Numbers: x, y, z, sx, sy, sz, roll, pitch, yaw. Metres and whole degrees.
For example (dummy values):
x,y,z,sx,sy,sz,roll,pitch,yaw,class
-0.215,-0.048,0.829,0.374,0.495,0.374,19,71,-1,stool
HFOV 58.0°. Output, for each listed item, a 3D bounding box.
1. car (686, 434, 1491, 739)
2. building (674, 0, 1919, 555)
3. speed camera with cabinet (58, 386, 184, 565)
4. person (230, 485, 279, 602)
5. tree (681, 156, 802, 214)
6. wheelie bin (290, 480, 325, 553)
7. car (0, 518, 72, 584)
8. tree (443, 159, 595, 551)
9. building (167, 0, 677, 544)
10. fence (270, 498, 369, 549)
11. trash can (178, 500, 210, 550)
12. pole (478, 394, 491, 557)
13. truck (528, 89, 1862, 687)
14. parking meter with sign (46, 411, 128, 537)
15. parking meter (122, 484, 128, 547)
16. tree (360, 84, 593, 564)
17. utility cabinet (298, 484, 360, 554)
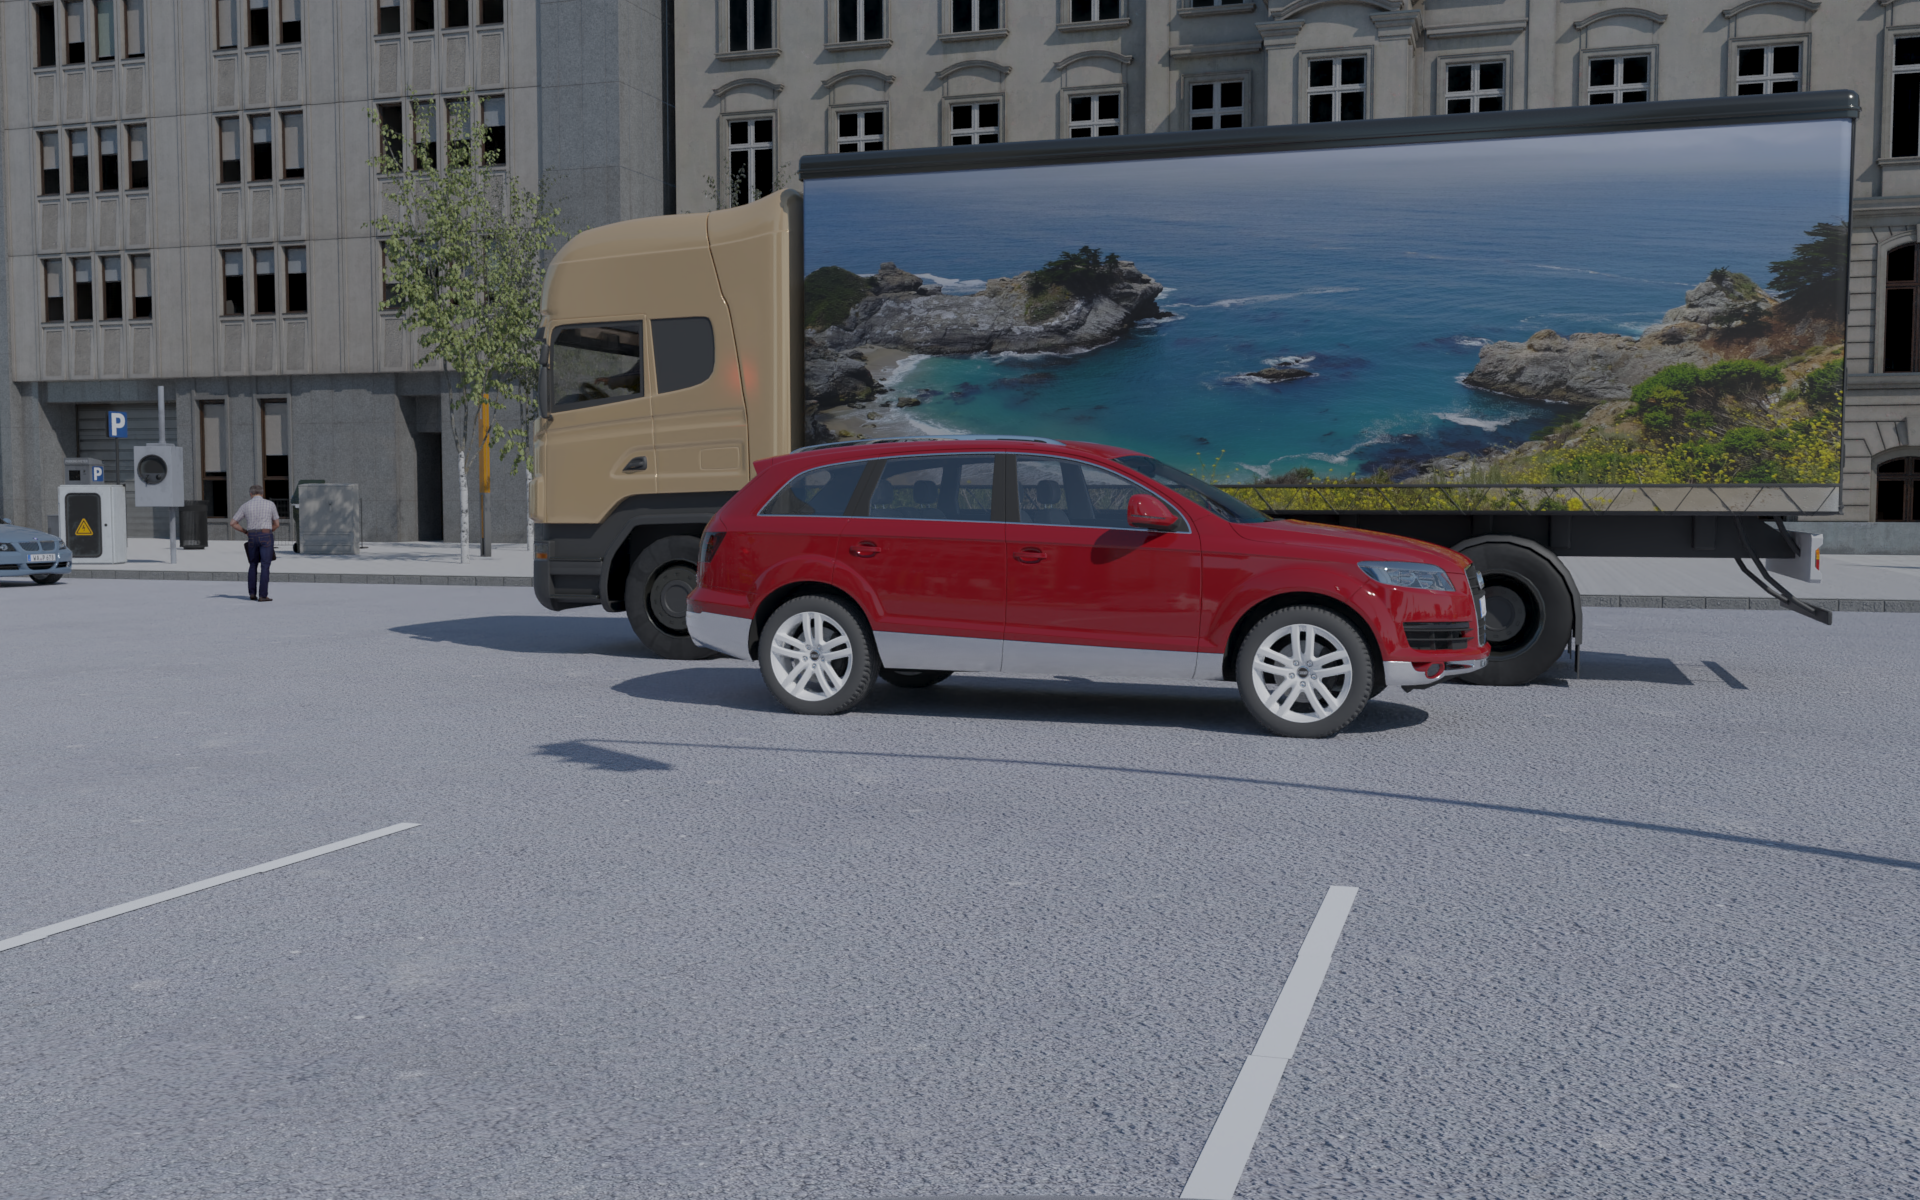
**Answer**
x,y,z,sx,sy,sz,roll,pitch,yaw,class
0.782,-0.177,11.572,5.304,1.827,2.281,1,4,20,car
10.275,-13.755,43.979,34.723,24.649,14.460,1,4,18,building
-15.321,-2.280,31.611,2.038,3.252,0.660,0,4,-2,speed camera with cabinet
-9.442,-0.764,23.211,0.614,1.554,0.590,-1,4,-12,person
-4.253,-5.384,38.385,4.360,8.622,3.978,0,3,0,tree
-14.104,-1.821,37.684,0.980,1.594,0.693,1,4,15,wheelie bin
-16.292,-0.947,27.483,4.499,1.417,2.014,1,4,19,car
-9.453,-5.404,38.713,4.360,8.622,3.978,0,3,0,tree
-16.026,-14.276,51.442,19.932,24.808,12.078,1,4,18,building
-15.123,-1.804,40.693,2.264,1.192,0.480,0,4,-3,fence
-17.691,-1.732,39.966,0.748,1.137,0.748,0,3,0,trash can
-9.694,-2.537,35.318,0.158,3.312,0.155,0,3,0,pole
1.185,-1.586,14.848,11.283,4.237,2.839,1,4,17,truck
-18.607,-2.481,36.833,1.738,3.016,0.543,1,4,14,parking meter with sign
-20.240,-2.032,41.636,0.372,1.533,0.369,0,3,0,parking meter
-8.945,-4.966,31.555,4.737,8.622,4.395,0,3,0,tree
-13.368,-1.713,36.690,1.173,1.500,0.318,0,4,4,utility cabinet
